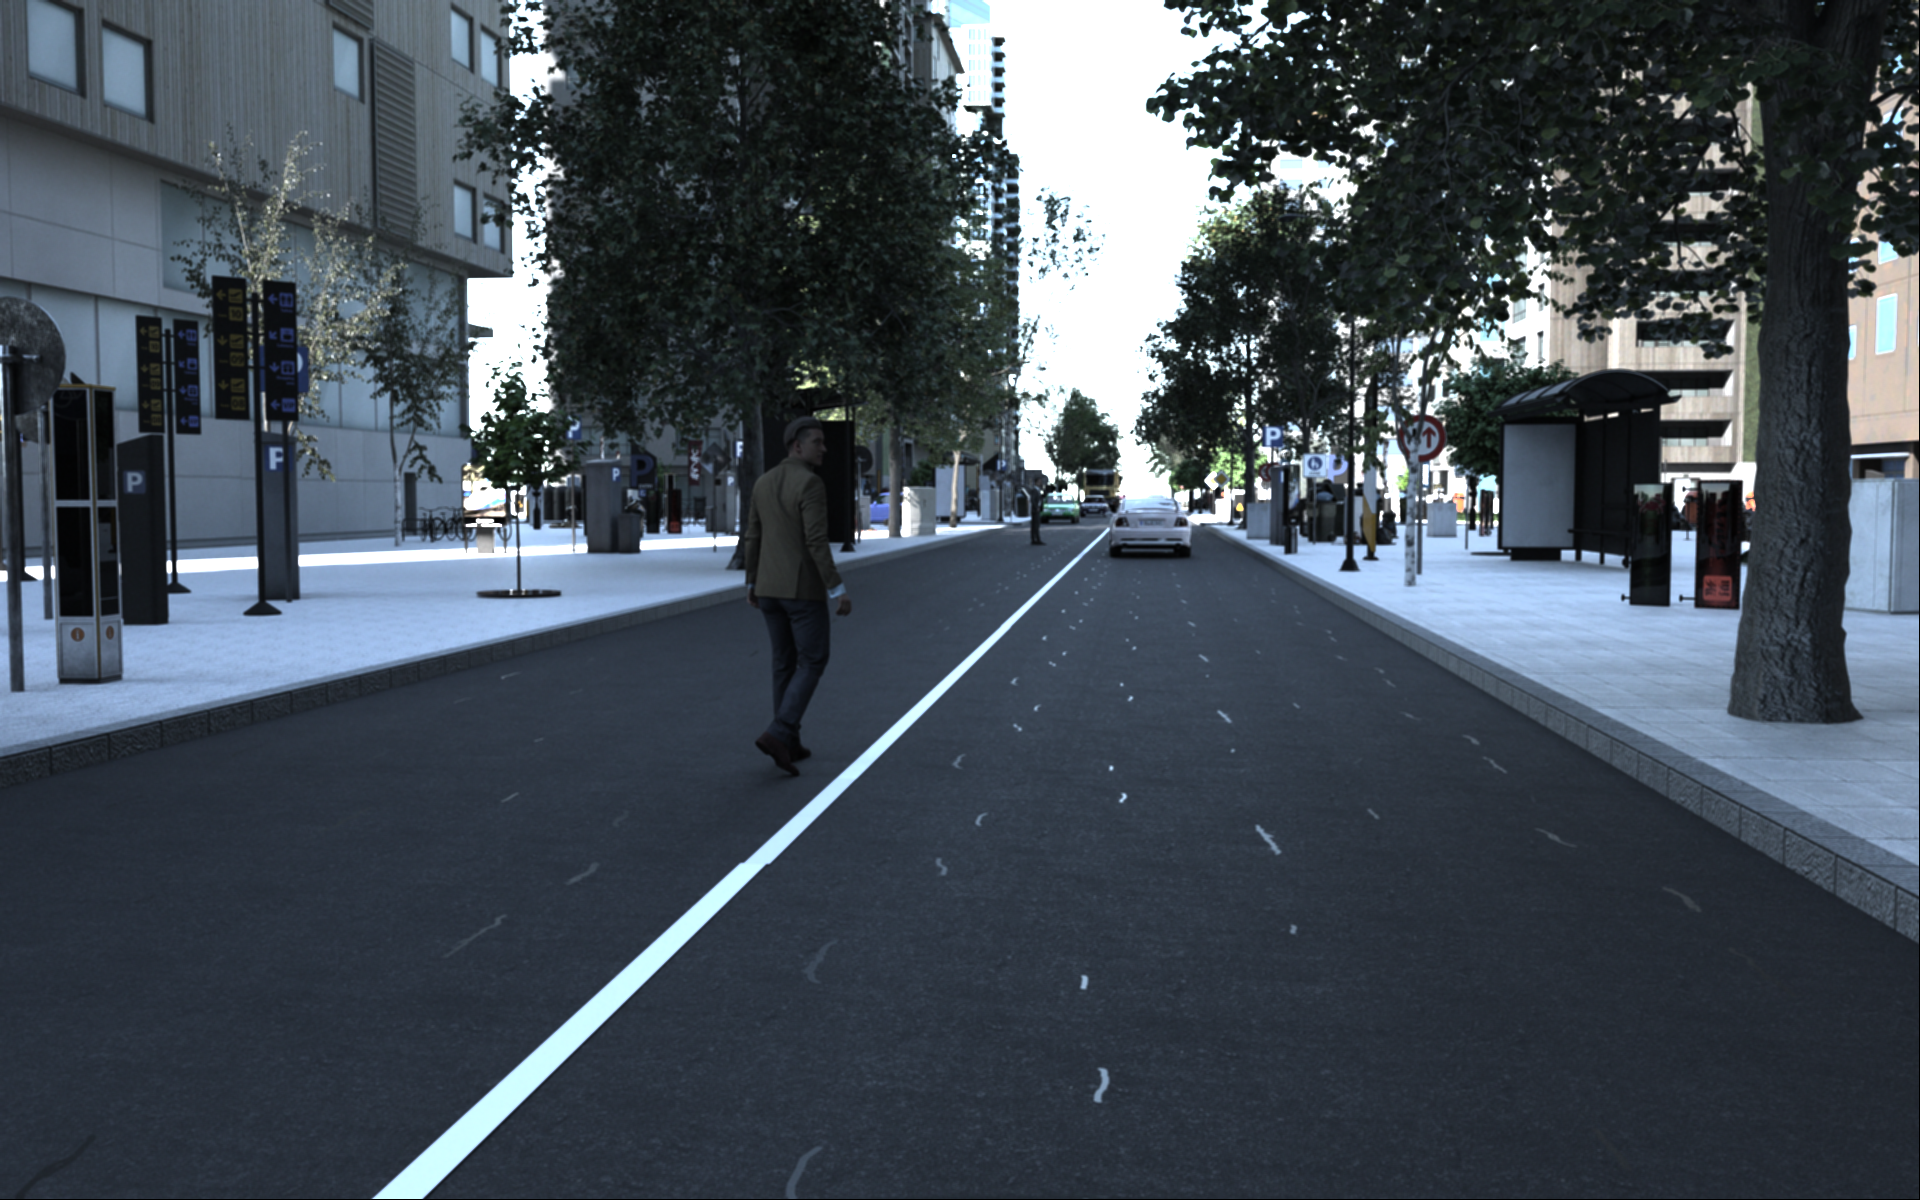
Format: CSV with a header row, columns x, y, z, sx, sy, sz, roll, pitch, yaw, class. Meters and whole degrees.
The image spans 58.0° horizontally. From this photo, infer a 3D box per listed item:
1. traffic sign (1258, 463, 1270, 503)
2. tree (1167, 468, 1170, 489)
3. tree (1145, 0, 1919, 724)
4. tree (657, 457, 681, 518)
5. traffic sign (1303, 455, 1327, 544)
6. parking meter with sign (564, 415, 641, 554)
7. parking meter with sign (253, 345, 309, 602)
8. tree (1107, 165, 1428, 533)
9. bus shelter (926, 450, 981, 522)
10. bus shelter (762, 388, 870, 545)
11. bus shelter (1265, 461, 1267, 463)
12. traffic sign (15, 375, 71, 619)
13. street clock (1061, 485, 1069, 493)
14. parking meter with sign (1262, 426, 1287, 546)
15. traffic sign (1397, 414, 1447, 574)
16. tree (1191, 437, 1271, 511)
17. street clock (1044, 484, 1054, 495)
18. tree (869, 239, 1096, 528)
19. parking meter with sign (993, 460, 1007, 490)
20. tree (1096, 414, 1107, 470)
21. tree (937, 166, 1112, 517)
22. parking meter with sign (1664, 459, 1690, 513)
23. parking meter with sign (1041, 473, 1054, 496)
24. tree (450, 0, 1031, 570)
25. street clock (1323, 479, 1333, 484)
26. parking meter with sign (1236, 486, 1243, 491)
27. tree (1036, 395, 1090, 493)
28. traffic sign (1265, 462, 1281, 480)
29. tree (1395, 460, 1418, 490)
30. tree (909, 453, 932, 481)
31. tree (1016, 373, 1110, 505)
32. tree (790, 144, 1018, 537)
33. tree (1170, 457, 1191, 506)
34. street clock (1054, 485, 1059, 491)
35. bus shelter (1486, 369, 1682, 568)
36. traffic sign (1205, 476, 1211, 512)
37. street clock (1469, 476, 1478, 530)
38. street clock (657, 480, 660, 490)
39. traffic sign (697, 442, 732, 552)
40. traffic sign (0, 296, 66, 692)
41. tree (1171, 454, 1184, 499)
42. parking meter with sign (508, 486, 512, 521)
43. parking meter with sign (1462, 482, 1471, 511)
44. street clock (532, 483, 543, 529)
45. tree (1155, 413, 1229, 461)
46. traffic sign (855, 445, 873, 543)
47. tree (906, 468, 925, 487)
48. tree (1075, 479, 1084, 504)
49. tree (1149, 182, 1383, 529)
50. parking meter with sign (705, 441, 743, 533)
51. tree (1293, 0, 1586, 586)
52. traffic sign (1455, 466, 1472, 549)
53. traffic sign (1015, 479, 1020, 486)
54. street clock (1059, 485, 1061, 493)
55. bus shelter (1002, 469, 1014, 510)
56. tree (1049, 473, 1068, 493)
x,y,z,sx,sy,sz,roll,pitch,yaw,class
12.540,-4.314,70.632,0.768,2.556,0.104,0,4,7,traffic sign
18.324,-9.408,137.537,4.285,4.588,4.351,0,3,0,tree
4.719,-6.300,9.665,9.857,13.997,8.962,0,3,0,tree
-15.896,-5.938,91.690,1.663,3.219,1.824,0,3,0,tree
9.013,-2.563,44.027,0.606,2.300,0.079,1,4,12,traffic sign
-7.764,-2.536,37.720,1.738,3.016,0.543,2,4,25,parking meter with sign
-8.337,-1.523,21.169,0.543,3.016,1.738,-2,4,-28,parking meter with sign
9.813,-7.031,49.375,7.601,10.594,8.767,3,4,36,tree
-0.246,-5.375,81.812,2.014,3.302,5.546,0,4,6,bus shelter
-3.468,-3.031,40.837,1.731,3.624,6.357,0,4,6,bus shelter
19.262,-7.458,113.216,1.731,3.624,6.357,0,4,6,bus shelter
-9.344,-1.075,17.681,0.768,2.556,0.104,0,4,8,traffic sign
8.365,-8.060,136.348,0.358,2.002,0.471,2,4,24,street clock
8.081,-2.897,43.633,0.543,3.016,1.738,0,4,-5,parking meter with sign
7.335,-1.681,27.592,0.768,2.556,0.104,1,4,11,traffic sign
13.776,-6.228,85.540,4.285,4.588,4.351,0,3,0,tree
6.346,-7.387,125.350,0.471,2.002,0.358,-1,4,-13,street clock
-0.235,-7.927,64.012,8.767,10.594,7.601,-1,4,-8,tree
1.963,-5.655,88.719,0.543,3.016,1.738,-1,4,-10,parking meter with sign
12.736,-15.458,187.155,8.767,10.594,7.601,-1,4,-15,tree
1.395,-14.832,98.386,12.611,20.169,13.585,0,3,0,tree
36.096,-5.519,86.499,1.738,3.016,0.543,1,4,21,parking meter with sign
7.439,-9.042,144.104,1.738,3.016,0.543,3,4,37,parking meter with sign
-3.600,-6.875,29.408,9.611,12.733,9.660,0,3,0,tree
17.722,-4.831,83.561,0.471,2.002,0.358,2,4,29,street clock
18.957,-7.453,118.109,1.738,3.016,0.543,0,4,-1,parking meter with sign
7.344,-10.906,128.678,4.360,8.622,3.978,0,3,0,tree
12.644,-4.249,69.581,0.768,2.556,0.104,1,4,12,traffic sign
25.054,-6.252,96.820,1.663,3.219,1.824,0,3,0,tree
-2.291,-9.401,137.413,4.285,4.588,4.351,0,3,0,tree
8.624,-13.709,149.899,9.928,11.665,9.643,0,3,0,tree
-2.345,-8.151,51.402,7.486,12.596,7.792,0,3,0,tree
18.473,-8.925,129.635,4.285,4.588,4.351,0,3,0,tree
7.316,-8.070,136.518,0.471,2.002,0.358,-1,4,-10,street clock
10.912,-2.256,30.811,2.014,3.302,5.546,0,4,6,bus shelter
17.424,-7.372,120.637,0.768,2.556,0.104,1,4,12,traffic sign
18.211,-3.482,61.508,0.358,2.002,0.471,-1,4,-17,street clock
-15.801,-5.230,90.077,0.358,2.002,0.471,-3,4,-36,street clock
-5.423,-2.269,38.278,0.795,2.450,0.064,0,4,8,traffic sign
-6.132,-0.678,11.190,0.768,2.556,0.104,0,4,8,traffic sign
26.964,-15.774,208.260,4.360,8.622,3.978,0,3,0,tree
-21.966,-5.205,81.369,1.738,3.016,0.543,0,4,3,parking meter with sign
32.662,-7.102,112.377,0.543,3.016,1.738,-1,4,-14,parking meter with sign
-15.353,-3.562,62.809,0.471,2.002,0.358,2,4,25,street clock
22.853,-15.872,169.883,12.009,13.543,11.850,0,3,0,tree
-2.635,-2.748,45.034,0.768,2.556,0.104,1,4,10,traffic sign
-3.366,-8.174,128.248,1.663,3.219,1.824,0,3,0,tree
18.108,-15.835,242.623,4.285,4.588,4.351,0,3,0,tree
10.473,-8.922,62.890,9.611,12.733,9.660,0,3,0,tree
-7.834,-3.755,57.657,1.738,3.016,0.543,3,5,43,parking meter with sign
6.479,-4.510,24.093,4.737,8.622,4.395,0,3,0,tree
11.777,-2.329,40.206,0.606,2.300,0.079,1,4,12,traffic sign
4.609,-8.499,139.062,0.768,2.556,0.104,1,4,14,traffic sign
7.972,-8.140,137.662,0.471,2.002,0.358,-1,4,-11,street clock
2.442,-7.517,116.822,2.014,3.302,5.546,0,4,6,bus shelter
7.839,-8.959,141.074,1.663,3.219,1.824,0,3,0,tree
